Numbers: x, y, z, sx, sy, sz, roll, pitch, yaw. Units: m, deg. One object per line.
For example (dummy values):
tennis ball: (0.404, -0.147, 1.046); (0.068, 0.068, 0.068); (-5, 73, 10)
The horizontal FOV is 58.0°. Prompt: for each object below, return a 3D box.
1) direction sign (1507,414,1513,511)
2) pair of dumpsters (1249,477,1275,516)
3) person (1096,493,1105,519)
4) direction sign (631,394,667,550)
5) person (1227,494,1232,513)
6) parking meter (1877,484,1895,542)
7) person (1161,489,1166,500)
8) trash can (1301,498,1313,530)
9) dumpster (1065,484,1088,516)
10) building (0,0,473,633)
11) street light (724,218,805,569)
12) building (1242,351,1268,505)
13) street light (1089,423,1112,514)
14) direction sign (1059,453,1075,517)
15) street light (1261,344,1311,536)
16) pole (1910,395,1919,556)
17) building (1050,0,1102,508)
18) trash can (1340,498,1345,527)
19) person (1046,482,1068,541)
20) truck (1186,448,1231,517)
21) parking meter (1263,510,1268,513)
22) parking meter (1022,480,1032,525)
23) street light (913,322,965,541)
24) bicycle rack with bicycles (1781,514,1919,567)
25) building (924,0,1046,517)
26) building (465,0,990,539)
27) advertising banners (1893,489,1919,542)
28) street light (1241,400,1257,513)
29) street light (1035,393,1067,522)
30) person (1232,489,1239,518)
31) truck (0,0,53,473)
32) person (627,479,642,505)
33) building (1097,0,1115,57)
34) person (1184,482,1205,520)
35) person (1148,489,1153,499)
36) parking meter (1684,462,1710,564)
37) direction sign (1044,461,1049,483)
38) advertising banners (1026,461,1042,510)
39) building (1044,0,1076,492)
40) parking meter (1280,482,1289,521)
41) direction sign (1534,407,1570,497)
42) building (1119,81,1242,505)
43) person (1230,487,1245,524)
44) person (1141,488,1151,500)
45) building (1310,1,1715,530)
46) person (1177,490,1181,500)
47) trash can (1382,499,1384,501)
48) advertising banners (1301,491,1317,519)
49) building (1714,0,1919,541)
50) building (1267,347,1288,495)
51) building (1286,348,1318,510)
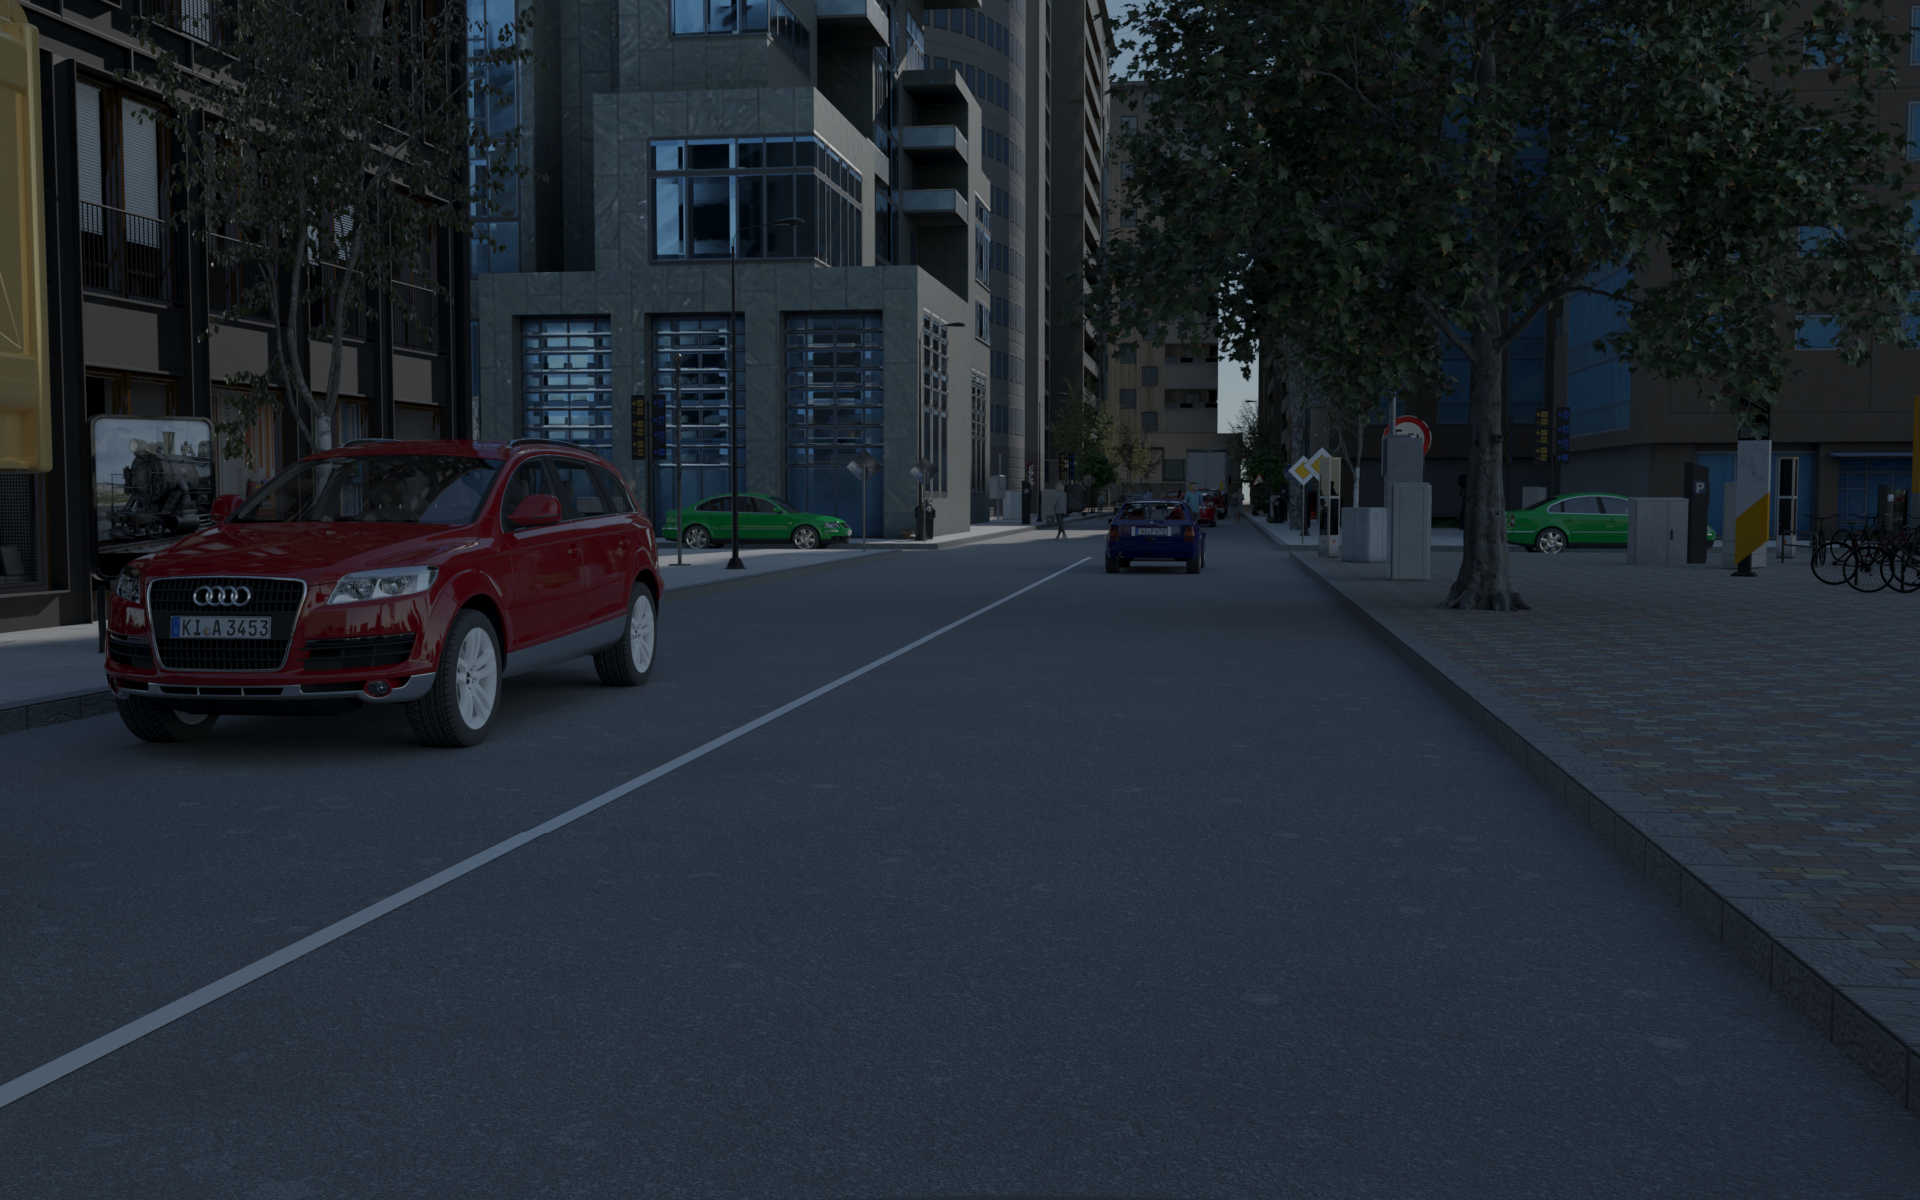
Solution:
direction sign: (15.769, -3.531, 49.726); (0.379, 3.537, 0.876); (1, 4, 10)
pair of dumpsters: (17.950, -6.115, 102.478); (1.574, 2.255, 4.437); (1, 4, 9)
person: (7.907, -5.309, 97.891); (0.523, 1.515, 0.503); (2, 4, 32)
direction sign: (-7.087, -2.905, 39.489); (0.876, 3.537, 0.379); (1, 4, 18)
person: (19.910, -7.375, 129.814); (1.217, 1.736, 0.721); (0, 4, 3)
parking meter: (23.477, -2.173, 43.946); (0.372, 1.533, 0.369); (0, 3, 0)
person: (13.005, -6.182, 110.159); (0.643, 1.750, 0.593); (0, 4, 5)
trash can: (12.394, -3.124, 62.739); (0.748, 1.137, 0.748); (0, 3, 0)
dumpster: (6.664, -5.764, 99.992); (1.264, 1.857, 1.865); (1, 4, 9)
building: (-14.468, -11.530, 18.198); (12.332, 23.373, 15.834); (1, 4, 8)
street light: (-3.309, -3.476, 29.375); (1.470, 5.913, 1.316); (1, 4, 8)
building: (49.394, -34.126, 212.576); (28.867, 44.769, 22.147); (1, 4, 8)
street light: (9.130, -8.562, 112.532); (1.470, 5.913, 1.316); (1, 4, 8)
direction sign: (5.877, -6.330, 95.489); (0.876, 3.537, 0.379); (0, 4, -7)
street light: (10.041, -4.922, 53.011); (1.470, 5.913, 1.316); (1, 4, 8)
pole: (19.800, -2.569, 35.846); (0.158, 3.312, 0.155); (0, 3, 0)
building: (1.090, -32.376, 153.046); (21.300, 48.544, 21.600); (1, 4, 8)
trash can: (14.527, -3.387, 67.034); (0.748, 1.137, 0.748); (0, 3, 0)
person: (3.032, -2.736, 53.408); (0.709, 1.800, 0.728); (-3, 4, -38)
truck: (16.082, -7.539, 112.182); (2.839, 4.237, 11.283); (1, 4, 10)
parking meter: (20.531, -6.593, 116.203); (0.372, 1.533, 0.369); (0, 3, 0)
parking meter: (2.802, -4.109, 72.888); (0.399, 1.863, 0.255); (0, 4, -3)
street light: (-0.552, -4.557, 47.045); (1.470, 5.913, 1.316); (1, 4, 8)
bicycle rack with bicycles: (16.228, -1.101, 31.381); (2.852, 0.926, 2.925); (1, 4, 9)
building: (-6.805, -34.236, 101.764); (21.231, 58.520, 28.212); (1, 4, 8)
building: (-9.956, -45.918, 63.429); (22.319, 86.520, 31.000); (1, 4, 8)
advertising banners: (24.704, -2.933, 44.138); (0.090, 3.025, 2.074); (-3, 4, -39)
street light: (14.771, -6.918, 85.655); (1.470, 5.913, 1.316); (1, 4, 8)
street light: (4.199, -6.553, 79.686); (1.470, 5.913, 1.316); (1, 4, 8)
person: (16.776, -5.863, 105.198); (0.563, 1.720, 0.643); (1, 4, 18)
truck: (-5.068, -0.337, 1.434); (3.469, 3.379, 9.791); (1, 4, 8)
person: (-8.239, -2.150, 43.832); (0.526, 1.800, 0.537); (0, 4, -3)
building: (1.752, -36.192, 180.983); (27.495, 52.752, 28.713); (1, 4, 8)
person: (7.617, -2.932, 56.453); (0.660, 1.820, 0.620); (-1, 4, -12)
person: (13.105, -6.769, 119.736); (0.480, 1.755, 0.524); (-2, 4, -26)
parking meter: (13.574, -1.604, 31.939); (0.399, 1.863, 0.255); (-1, 4, -9)
direction sign: (5.714, -7.732, 118.412); (0.876, 3.537, 0.379); (-2, 4, -33)
advertising banners: (4.510, -5.852, 91.860); (2.074, 3.025, 0.090); (0, 4, -1)
building: (-1.497, -42.397, 131.442); (20.563, 71.187, 20.611); (1, 4, 8)
parking meter: (15.249, -4.635, 81.496); (0.399, 1.863, 0.255); (1, 4, 18)
direction sign: (15.415, -3.251, 45.147); (0.876, 3.537, 0.379); (0, 4, 8)
building: (22.151, -38.623, 220.719); (27.495, 52.752, 28.713); (1, 4, 8)
person: (13.405, -4.571, 83.587); (0.716, 1.782, 0.532); (0, 4, -7)
person: (10.363, -5.341, 96.096); (0.793, 1.790, 0.793); (-1, 4, -16)
building: (22.241, -25.820, 72.275); (14.600, 45.320, 14.200); (1, 4, 8)
person: (19.818, -9.005, 155.686); (0.705, 1.831, 1.348); (-1, 4, -22)
trash can: (11.933, -2.188, 47.431); (0.748, 1.137, 0.748); (0, 3, 0)
advertising banners: (17.778, -5.583, 87.462); (2.074, 3.025, 0.090); (2, 4, 33)
building: (26.919, -24.596, 52.261); (14.200, 45.320, 14.600); (1, 4, 8)
building: (42.868, -33.906, 178.063); (21.300, 48.544, 21.600); (1, 4, 8)
building: (39.451, -17.535, 131.739); (27.650, 21.520, 28.899); (1, 4, 8)
